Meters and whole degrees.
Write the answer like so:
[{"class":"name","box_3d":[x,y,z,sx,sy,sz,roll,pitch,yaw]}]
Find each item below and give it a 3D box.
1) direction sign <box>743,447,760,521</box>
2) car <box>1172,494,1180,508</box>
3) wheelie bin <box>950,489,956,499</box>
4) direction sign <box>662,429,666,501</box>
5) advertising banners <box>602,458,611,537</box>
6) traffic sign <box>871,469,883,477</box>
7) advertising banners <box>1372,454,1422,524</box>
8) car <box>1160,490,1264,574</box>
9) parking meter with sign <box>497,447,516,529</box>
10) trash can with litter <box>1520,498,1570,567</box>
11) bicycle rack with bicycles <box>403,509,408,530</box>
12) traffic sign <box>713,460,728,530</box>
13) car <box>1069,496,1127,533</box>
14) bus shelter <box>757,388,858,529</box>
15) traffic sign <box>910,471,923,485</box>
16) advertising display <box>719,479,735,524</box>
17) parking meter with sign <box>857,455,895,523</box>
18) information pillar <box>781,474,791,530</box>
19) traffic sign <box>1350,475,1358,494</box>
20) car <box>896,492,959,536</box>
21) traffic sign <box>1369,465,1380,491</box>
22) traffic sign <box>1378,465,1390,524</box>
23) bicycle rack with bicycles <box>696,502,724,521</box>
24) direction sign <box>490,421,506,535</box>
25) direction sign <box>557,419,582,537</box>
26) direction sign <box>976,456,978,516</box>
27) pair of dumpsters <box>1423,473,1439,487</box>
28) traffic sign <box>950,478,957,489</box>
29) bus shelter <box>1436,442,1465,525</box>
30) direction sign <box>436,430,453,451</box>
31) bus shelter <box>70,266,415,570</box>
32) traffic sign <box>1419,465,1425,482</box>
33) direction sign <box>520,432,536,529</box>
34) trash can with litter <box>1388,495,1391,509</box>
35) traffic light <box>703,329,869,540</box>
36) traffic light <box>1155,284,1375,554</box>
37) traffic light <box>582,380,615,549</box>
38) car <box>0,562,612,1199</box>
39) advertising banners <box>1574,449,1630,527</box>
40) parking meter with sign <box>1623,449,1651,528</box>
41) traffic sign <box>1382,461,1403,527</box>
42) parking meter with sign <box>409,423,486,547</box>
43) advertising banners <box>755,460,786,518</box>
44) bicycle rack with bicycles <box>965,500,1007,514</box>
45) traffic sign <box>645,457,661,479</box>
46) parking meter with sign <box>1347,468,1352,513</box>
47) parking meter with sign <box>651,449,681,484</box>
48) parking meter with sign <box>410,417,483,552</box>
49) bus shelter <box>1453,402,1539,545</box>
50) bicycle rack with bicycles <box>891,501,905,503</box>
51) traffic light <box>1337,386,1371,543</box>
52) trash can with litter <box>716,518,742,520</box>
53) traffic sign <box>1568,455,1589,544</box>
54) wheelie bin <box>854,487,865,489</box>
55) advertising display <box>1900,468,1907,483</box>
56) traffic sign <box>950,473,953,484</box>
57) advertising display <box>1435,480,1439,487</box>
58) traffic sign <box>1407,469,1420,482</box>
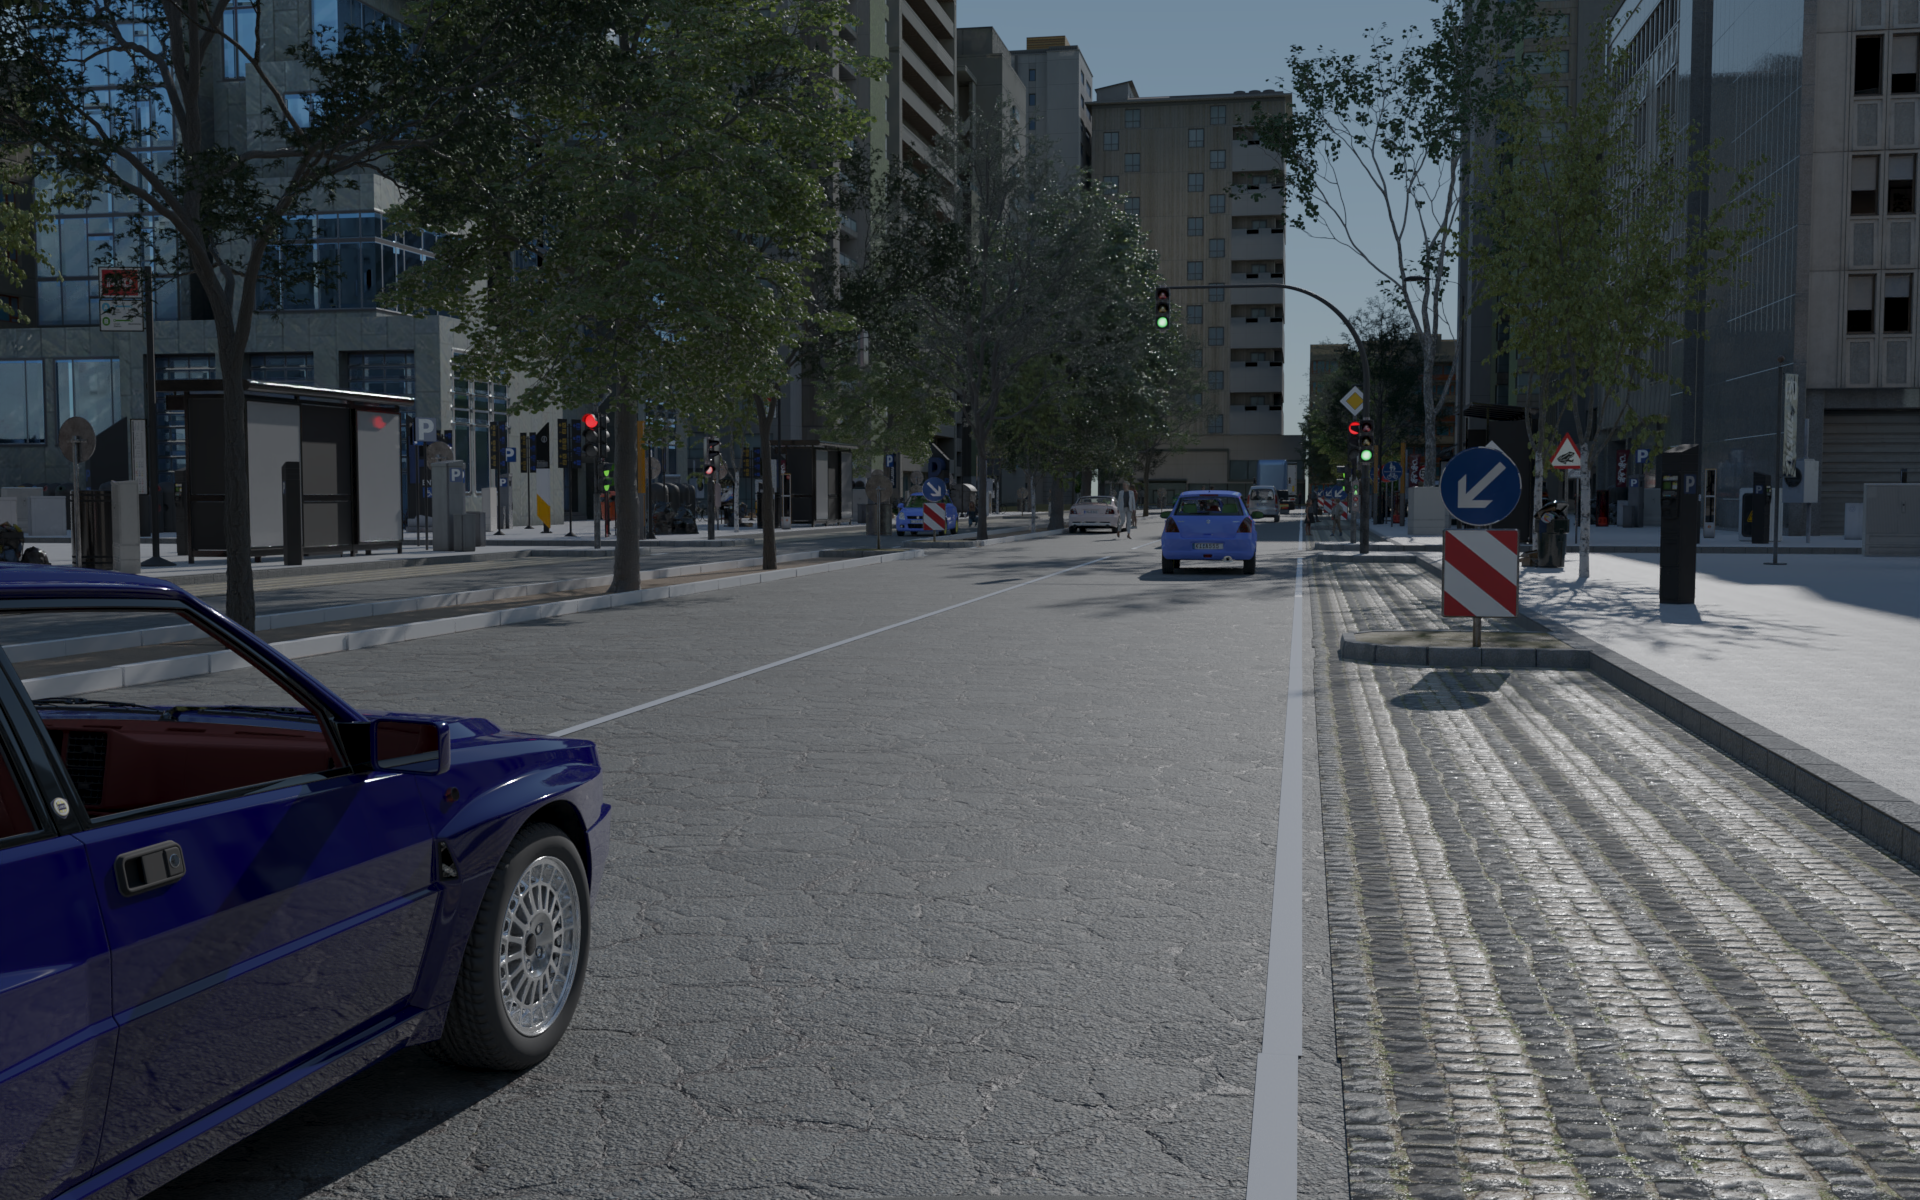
[{"class":"direction sign","box_3d":[-10.060,-5.603,83.604,0.876,3.537,0.379,-1,4,-22]},{"class":"car","box_3d":[23.499,-10.685,183.491,1.959,1.807,4.718,1,4,10]},{"class":"wheelie bin","box_3d":[-0.483,-5.895,104.290,0.980,1.594,0.693,-2,4,-31]},{"class":"direction sign","box_3d":[-10.347,-4.194,60.576,0.379,3.537,0.876,-1,4,-16]},{"class":"advertising banners","box_3d":[-10.495,-3.373,51.339,0.090,3.025,2.074,0,4,-6]},{"class":"traffic sign","box_3d":[-4.213,-5.423,88.771,0.768,2.556,0.104,1,4,15]},{"class":"advertising banners","box_3d":[18.979,-4.837,75.279,2.074,3.025,0.090,1,4,15]},{"class":"car","box_3d":[4.677,-1.388,32.279,1.945,1.707,3.694,1,4,10]},{"class":"parking meter with sign","box_3d":[-16.828,-4.139,63.941,0.543,3.016,1.738,0,4,-2]},{"class":"trash can with litter","box_3d":[10.175,-1.160,30.347,0.624,1.170,1.055,-1,4,-19]},{"class":"bicycle rack with bicycles","box_3d":[-20.925,-2.922,61.149,2.925,0.926,2.852,1,4,20]},{"class":"traffic sign","box_3d":[-8.599,-3.752,61.455,0.768,2.556,0.104,1,4,20]},{"class":"car","box_3d":[5.185,-3.199,64.668,2.083,1.381,4.827,1,4,11]},{"class":"bus shelter","box_3d":[-6.138,-5.538,68.174,2.179,5.291,8.768,1,4,11]},{"class":"traffic sign","box_3d":[-2.370,-5.773,94.497,0.768,2.556,0.104,1,4,16]},{"class":"advertising display","box_3d":[-9.966,-4.221,74.221,0.974,1.923,0.123,3,5,45]},{"class":"parking meter with sign","box_3d":[-3.718,-4.897,76.332,1.738,3.016,0.543,-3,5,-40]},{"class":"information pillar","box_3d":[-6.301,-3.559,62.689,0.304,2.012,0.304,-1,4,-18]},{"class":"traffic sign","box_3d":[25.667,-6.931,113.429,0.768,2.556,0.104,1,4,20]},{"class":"car","box_3d":[-1.126,-3.083,59.992,1.945,1.707,3.694,1,4,9]},{"class":"traffic sign","box_3d":[18.462,-4.671,76.475,0.768,2.556,0.104,1,4,20]},{"class":"traffic sign","box_3d":[18.228,-4.519,73.992,0.768,2.556,0.104,1,4,15]},{"class":"bicycle rack with bicycles","box_3d":[-12.292,-4.224,82.451,2.852,0.926,2.925,-2,4,-26]},{"class":"direction sign","box_3d":[-14.373,-3.789,53.948,0.876,3.537,0.379,3,5,45]},{"class":"direction sign","box_3d":[-11.782,-3.690,52.325,0.379,3.537,0.876,3,4,38]},{"class":"direction sign","box_3d":[1.001,-6.756,102.456,0.379,3.537,0.876,0,4,6]},{"class":"pair of dumpsters","box_3d":[22.388,-4.777,80.598,1.574,2.255,4.437,1,4,11]},{"class":"traffic sign","box_3d":[-0.587,-6.553,107.152,0.884,2.594,0.081,1,4,18]},{"class":"bus shelter","box_3d":[19.975,-4.565,68.558,2.014,3.302,5.546,1,4,11]},{"class":"direction sign","box_3d":[-18.303,-4.241,61.341,0.876,3.537,0.379,2,4,25]},{"class":"bus shelter","box_3d":[-13.605,-3.391,33.081,2.179,5.291,8.768,1,4,11]},{"class":"traffic sign","box_3d":[20.336,-4.624,75.702,0.768,2.556,0.104,1,4,17]},{"class":"direction sign","box_3d":[-15.844,-4.381,63.620,0.876,3.537,0.379,3,4,37]},{"class":"trash can with litter","box_3d":[27.368,-5.980,108.827,1.678,1.210,2.233,-3,5,-41]},{"class":"traffic light","box_3d":[-4.883,-4.487,48.034,4.771,5.953,1.251,1,4,11]},{"class":"traffic light","box_3d":[6.613,-3.841,37.467,4.771,5.953,1.251,1,4,11]},{"class":"traffic light","box_3d":[-8.501,-3.159,40.570,0.839,4.253,0.868,1,4,11]},{"class":"car","box_3d":[-2.134,0.564,3.361,1.945,1.354,3.894,1,4,13]},{"class":"advertising banners","box_3d":[25.193,-4.389,67.946,2.074,3.025,0.090,0,4,7]},{"class":"parking meter with sign","box_3d":[25.903,-4.290,66.401,0.543,3.016,1.738,3,4,38]},{"class":"traffic sign","box_3d":[16.839,-4.120,67.463,0.768,2.556,0.104,1,4,19]},{"class":"parking meter with sign","box_3d":[-12.462,-2.813,42.252,1.738,3.016,0.543,1,4,9]},{"class":"advertising banners","box_3d":[-9.669,-5.666,88.833,2.074,3.025,0.090,2,4,33]},{"class":"bicycle rack with bicycles","box_3d":[1.651,-6.109,113.258,2.925,0.926,2.852,-1,4,-16]},{"class":"traffic sign","box_3d":[-10.594,-3.616,59.236,0.768,2.556,0.104,1,4,13]},{"class":"parking meter with sign","box_3d":[26.448,-7.343,116.321,0.543,3.016,1.738,-1,4,-15]},{"class":"parking meter with sign","box_3d":[-11.201,-4.350,67.381,1.738,3.016,0.543,0,4,-5]},{"class":"parking meter with sign","box_3d":[-11.555,-2.613,38.988,1.738,3.016,0.543,3,5,40]},{"class":"bus shelter","box_3d":[14.493,-3.409,47.026,1.731,3.624,6.357,1,4,11]},{"class":"bicycle rack with bicycles","box_3d":[-3.391,-4.461,86.320,2.852,0.926,2.925,0,4,-4]},{"class":"traffic light","box_3d":[10.231,-3.432,45.036,0.839,4.253,0.868,1,4,11]},{"class":"trash can with litter","box_3d":[-11.418,-4.623,86.649,1.678,1.210,2.233,1,4,17]},{"class":"traffic sign","box_3d":[15.918,-2.602,44.681,0.606,2.300,0.079,1,4,12]},{"class":"wheelie bin","box_3d":[-4.658,-4.492,81.346,0.980,1.594,0.693,0,4,3]},{"class":"advertising display","box_3d":[23.712,-2.346,43.566,0.123,1.923,0.974,2,4,26]},{"class":"traffic sign","box_3d":[-0.768,-6.073,99.399,0.768,2.556,0.104,1,4,21]},{"class":"advertising display","box_3d":[21.459,-4.451,77.984,0.974,1.923,0.123,1,4,10]},{"class":"traffic sign","box_3d":[20.746,-4.831,79.088,0.768,2.556,0.104,1,4,11]}]
